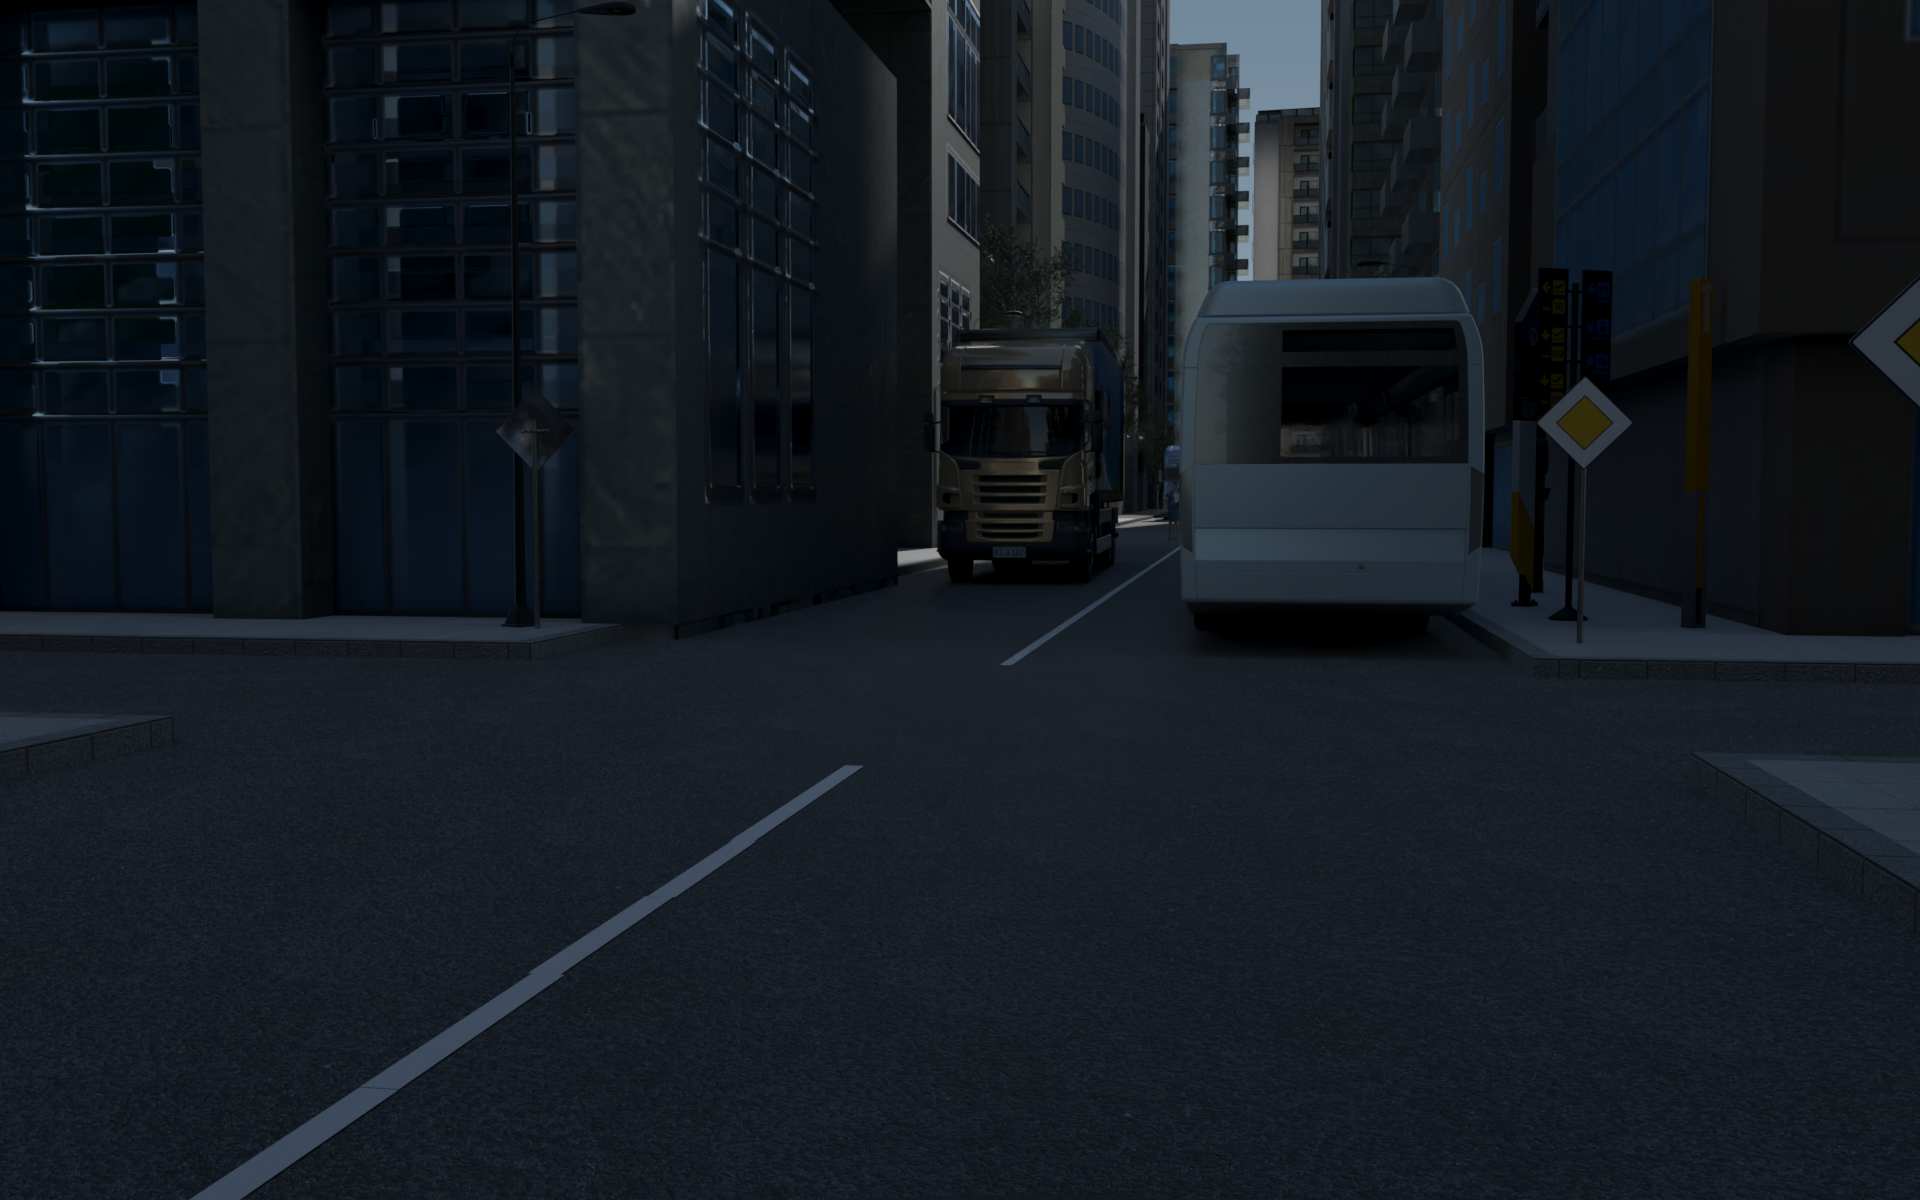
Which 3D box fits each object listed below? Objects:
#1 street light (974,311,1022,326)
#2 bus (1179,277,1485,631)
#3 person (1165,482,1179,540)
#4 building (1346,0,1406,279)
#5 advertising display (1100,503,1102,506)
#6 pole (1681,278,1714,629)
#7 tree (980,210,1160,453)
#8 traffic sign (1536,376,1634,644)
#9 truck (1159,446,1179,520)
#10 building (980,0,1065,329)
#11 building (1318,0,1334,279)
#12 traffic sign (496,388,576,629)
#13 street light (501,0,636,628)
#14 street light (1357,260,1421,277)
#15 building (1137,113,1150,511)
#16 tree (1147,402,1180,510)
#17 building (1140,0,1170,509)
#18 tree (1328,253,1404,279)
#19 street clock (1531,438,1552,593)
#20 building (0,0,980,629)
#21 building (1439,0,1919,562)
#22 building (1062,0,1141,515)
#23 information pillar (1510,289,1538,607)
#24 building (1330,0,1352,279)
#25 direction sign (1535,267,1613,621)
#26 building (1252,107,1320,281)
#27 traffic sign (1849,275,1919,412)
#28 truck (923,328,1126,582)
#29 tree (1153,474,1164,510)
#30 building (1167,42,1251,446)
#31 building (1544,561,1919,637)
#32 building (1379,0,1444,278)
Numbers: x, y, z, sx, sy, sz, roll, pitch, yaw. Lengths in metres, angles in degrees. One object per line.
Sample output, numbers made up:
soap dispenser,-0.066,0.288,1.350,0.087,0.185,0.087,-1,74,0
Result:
street light,0.881,-4.380,44.161,1.470,5.913,1.316,1,4,10
bus,4.184,-1.622,21.382,2.948,3.499,13.247,1,4,9
person,6.764,-2.826,54.734,0.581,1.822,0.654,0,4,-1
building,29.120,-19.998,98.669,14.160,30.474,14.107,1,4,10
advertising display,6.283,-4.383,76.883,0.123,1.923,0.974,1,4,10
pole,7.032,-1.386,16.510,0.158,3.312,0.155,0,3,0
tree,1.566,-7.542,57.720,7.601,10.594,8.767,-1,4,-13
traffic sign,5.322,-0.684,14.823,0.795,2.450,0.064,1,4,10
truck,13.442,-6.897,102.517,2.967,4.110,18.799,0,4,8
building,-3.389,-23.739,71.733,14.154,41.232,14.086,1,4,10
building,44.192,-34.019,145.451,28.713,52.752,27.495,1,4,10
traffic sign,-4.030,-0.784,16.454,0.795,2.450,0.064,1,4,10
street light,-3.733,-2.691,16.546,1.470,5.913,1.316,1,4,10
street light,8.564,-3.785,34.432,1.470,5.913,1.316,1,4,10
building,6.309,-21.716,126.755,14.160,30.474,14.107,1,4,10
tree,15.549,-11.416,137.010,4.737,8.622,4.395,0,3,0
building,7.981,-43.860,155.356,20.611,71.187,20.563,1,4,10
tree,12.868,-6.287,53.149,4.360,8.622,3.978,0,3,0
street clock,7.494,-1.097,22.511,0.358,2.002,0.471,1,4,13
building,-11.126,-43.965,31.500,22.319,86.520,31.000,1,4,10
building,19.263,-23.868,40.360,14.600,45.320,14.200,1,4,10
building,-0.508,-34.458,105.384,21.231,58.520,28.212,1,4,10
information pillar,6.422,-1.733,19.690,0.183,3.616,0.504,3,5,40
building,36.214,-35.254,118.395,21.231,58.520,28.212,1,4,10
direction sign,6.197,-1.562,17.540,0.876,3.537,0.379,-1,4,-19
building,37.006,-30.215,177.614,14.086,41.232,14.154,1,4,10
traffic sign,3.962,-0.203,6.954,0.795,2.450,0.064,1,4,10
truck,1.486,-2.613,31.636,2.839,4.237,11.283,1,4,8
tree,16.329,-8.960,141.099,1.663,3.219,1.824,0,3,0
building,15.620,-34.659,186.290,30.456,49.044,23.786,1,4,10
building,15.215,-22.601,19.643,14.200,45.320,14.600,1,4,10
building,28.912,-27.504,69.303,23.786,49.044,30.456,1,4,10
